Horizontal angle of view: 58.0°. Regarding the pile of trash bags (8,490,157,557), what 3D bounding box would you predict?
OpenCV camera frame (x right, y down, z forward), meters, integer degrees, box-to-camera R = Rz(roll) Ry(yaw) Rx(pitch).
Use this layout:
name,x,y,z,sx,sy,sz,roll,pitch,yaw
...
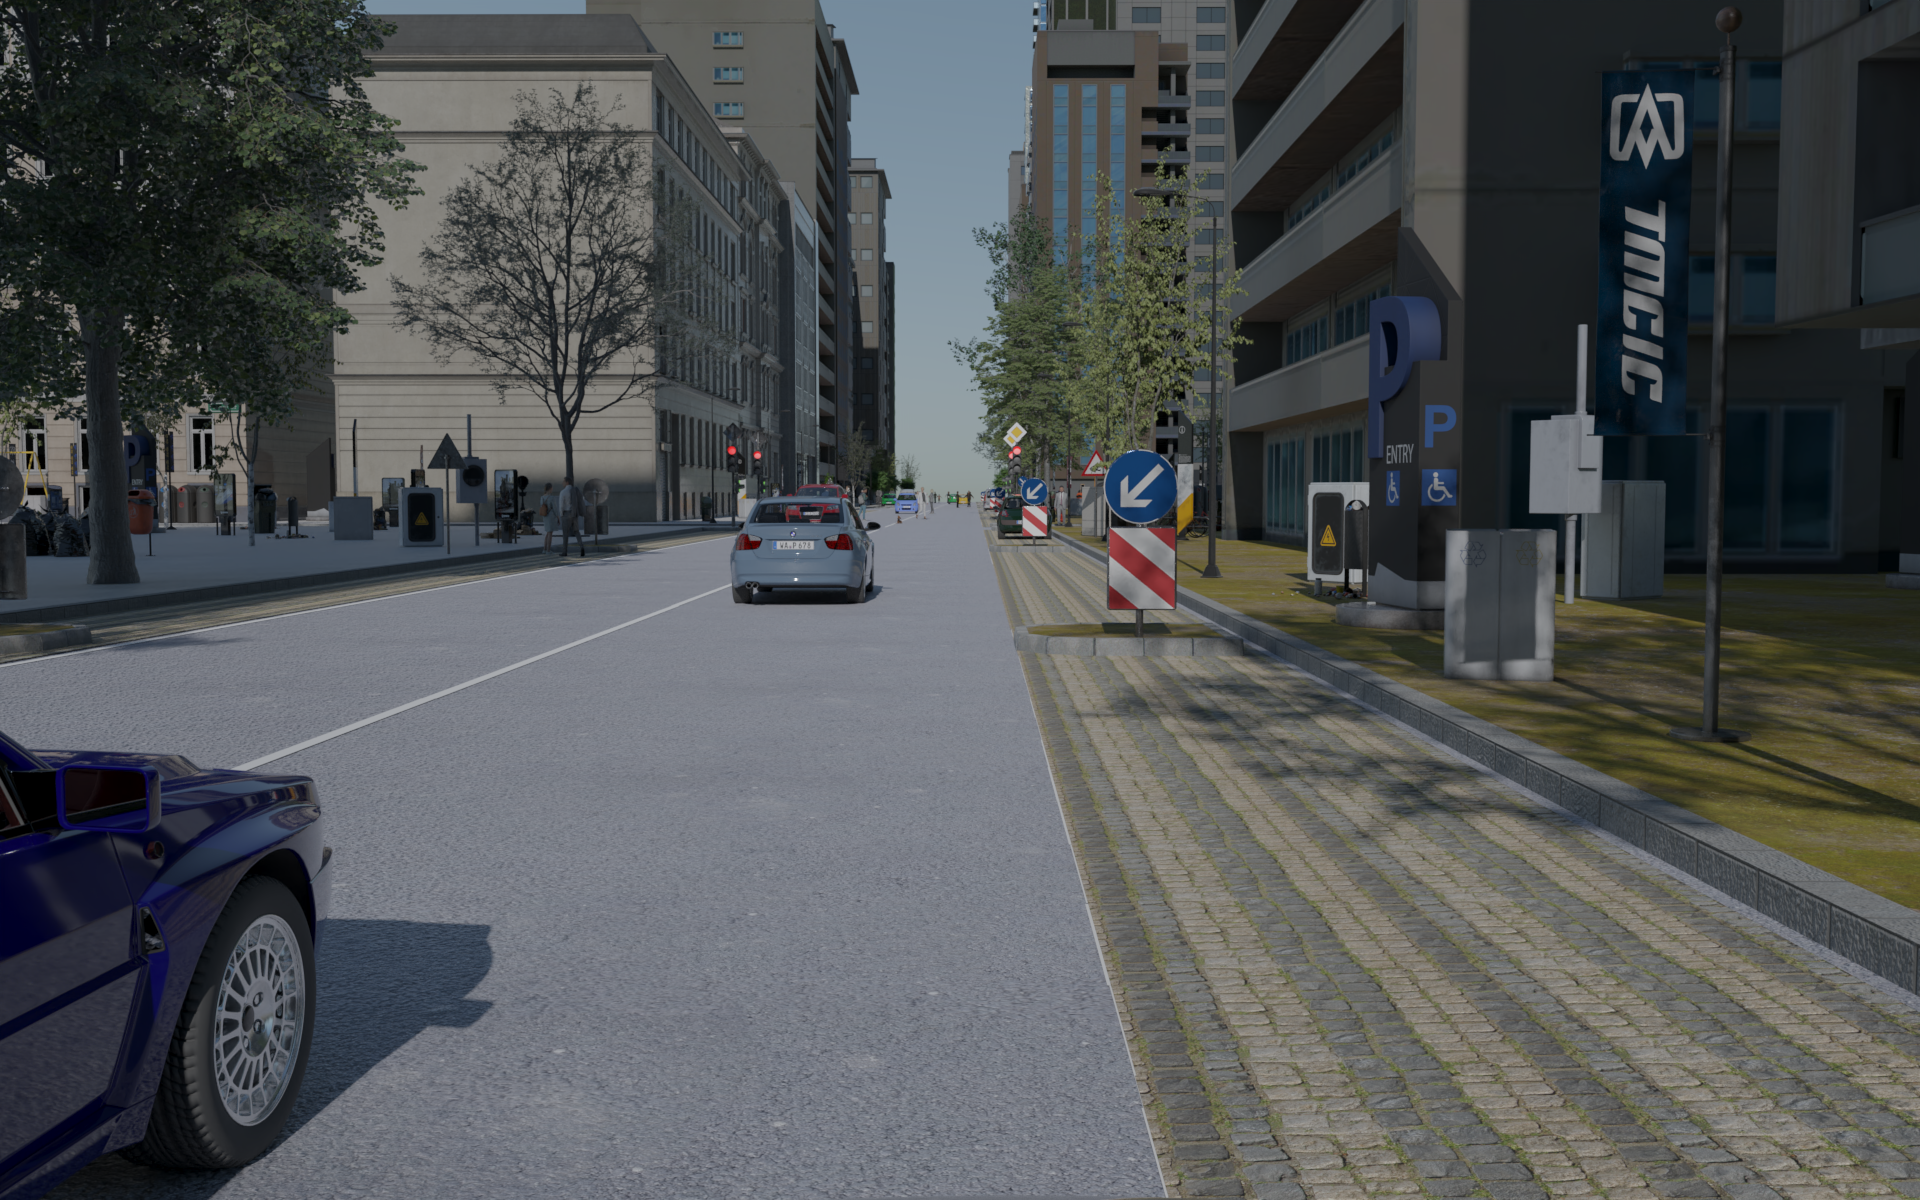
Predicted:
name,x,y,z,sx,sy,sz,roll,pitch,yaw
pile of trash bags,-18.185,-1.608,36.050,3.447,1.369,1.912,1,4,17

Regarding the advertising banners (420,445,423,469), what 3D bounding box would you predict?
name,x,y,z,sx,sy,sz,roll,pitch,yaw
advertising banners,-18.781,-3.957,60.887,0.090,3.025,2.074,-2,4,-25

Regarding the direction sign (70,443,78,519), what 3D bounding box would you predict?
name,x,y,z,sx,sy,sz,roll,pitch,yaw
direction sign,-39.212,-5.181,76.703,0.379,3.537,0.876,-3,5,-43

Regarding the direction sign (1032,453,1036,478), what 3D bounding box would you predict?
name,x,y,z,sx,sy,sz,roll,pitch,yaw
direction sign,4.108,-6.357,95.939,0.379,3.537,0.876,1,4,14

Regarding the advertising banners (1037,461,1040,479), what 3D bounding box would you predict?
name,x,y,z,sx,sy,sz,roll,pitch,yaw
advertising banners,4.433,-5.940,93.303,0.090,3.025,2.074,1,4,20

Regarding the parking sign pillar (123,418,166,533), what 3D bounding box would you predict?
name,x,y,z,sx,sy,sz,roll,pitch,yaw
parking sign pillar,-26.924,-4.185,56.903,1.447,3.967,1.447,3,4,38

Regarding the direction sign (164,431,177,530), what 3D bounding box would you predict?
name,x,y,z,sx,sy,sz,roll,pitch,yaw
direction sign,-28.390,-4.296,62.234,0.379,3.537,0.876,0,4,-6

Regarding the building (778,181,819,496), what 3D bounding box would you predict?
name,x,y,z,sx,sy,sz,roll,pitch,yaw
building,-18.397,-19.756,141.028,12.078,24.808,19.932,0,4,0

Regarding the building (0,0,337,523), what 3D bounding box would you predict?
name,x,y,z,sx,sy,sz,roll,pitch,yaw
building,-41.731,-18.202,83.502,20.117,28.700,13.634,0,4,0

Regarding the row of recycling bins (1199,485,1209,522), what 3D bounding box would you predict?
name,x,y,z,sx,sy,sz,roll,pitch,yaw
row of recycling bins,10.342,-4.358,78.366,1.069,1.692,3.534,2,4,25

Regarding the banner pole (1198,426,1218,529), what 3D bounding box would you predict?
name,x,y,z,sx,sy,sz,roll,pitch,yaw
banner pole,9.162,-4.519,63.909,0.863,3.779,0.401,3,4,38

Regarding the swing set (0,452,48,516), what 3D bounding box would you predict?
name,x,y,z,sx,sy,sz,roll,pitch,yaw
swing set,-35.690,-4.059,63.980,3.119,2.851,2.862,0,3,0

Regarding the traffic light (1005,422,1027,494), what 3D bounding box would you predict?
name,x,y,z,sx,sy,sz,roll,pitch,yaw
traffic light,2.199,-4.819,67.713,0.839,4.253,0.868,0,4,0

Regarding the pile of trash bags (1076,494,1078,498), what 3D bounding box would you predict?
name,x,y,z,sx,sy,sz,roll,pitch,yaw
pile of trash bags,9.828,-6.935,123.147,3.447,1.369,1.912,2,4,29

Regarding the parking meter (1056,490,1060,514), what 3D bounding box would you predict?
name,x,y,z,sx,sy,sz,roll,pitch,yaw
parking meter,6.376,-6.308,111.549,0.372,1.533,0.369,0,3,0

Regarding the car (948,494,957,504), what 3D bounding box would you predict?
name,x,y,z,sx,sy,sz,roll,pitch,yaw
car,-0.736,-14.329,243.081,1.959,1.807,4.718,0,4,-1

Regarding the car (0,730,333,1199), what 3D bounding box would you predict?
name,x,y,z,sx,sy,sz,roll,pitch,yaw
car,-2.391,0.612,2.567,1.945,1.354,3.894,0,4,2

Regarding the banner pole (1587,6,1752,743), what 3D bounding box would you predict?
name,x,y,z,sx,sy,sz,roll,pitch,yaw
banner pole,3.724,-1.163,9.040,0.863,3.779,0.401,0,4,7

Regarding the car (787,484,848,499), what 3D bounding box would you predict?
name,x,y,z,sx,sy,sz,roll,pitch,yaw
car,-5.243,-3.423,64.634,2.281,1.827,5.304,0,4,2

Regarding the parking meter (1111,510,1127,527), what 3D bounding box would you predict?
name,x,y,z,sx,sy,sz,roll,pitch,yaw
parking meter,4.145,-2.420,45.275,0.399,1.863,0.255,-3,4,-39

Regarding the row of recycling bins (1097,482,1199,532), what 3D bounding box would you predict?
name,x,y,z,sx,sy,sz,roll,pitch,yaw
row of recycling bins,6.189,-3.171,58.951,3.534,1.692,1.069,1,4,23

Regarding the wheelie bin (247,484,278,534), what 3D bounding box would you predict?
name,x,y,z,sx,sy,sz,roll,pitch,yaw
wheelie bin,-22.623,-2.960,56.298,0.693,1.594,0.980,3,4,37

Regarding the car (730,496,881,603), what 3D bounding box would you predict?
name,x,y,z,sx,sy,sz,roll,pitch,yaw
car,-2.120,-0.732,23.976,2.014,1.417,4.499,0,4,0

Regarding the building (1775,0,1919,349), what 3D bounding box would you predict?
name,x,y,z,sx,sy,sz,roll,pitch,yaw
building,14.066,-20.036,11.189,14.154,41.232,14.086,0,4,0

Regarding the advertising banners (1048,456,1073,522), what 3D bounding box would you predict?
name,x,y,z,sx,sy,sz,roll,pitch,yaw
advertising banners,4.595,-5.056,78.854,0.090,3.025,2.074,2,4,35

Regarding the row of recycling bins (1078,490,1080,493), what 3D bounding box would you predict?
name,x,y,z,sx,sy,sz,roll,pitch,yaw
row of recycling bins,9.539,-7.627,131.814,1.069,1.692,3.534,1,4,12

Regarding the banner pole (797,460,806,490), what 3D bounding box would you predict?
name,x,y,z,sx,sy,sz,roll,pitch,yaw
banner pole,-11.437,-8.305,125.803,0.863,3.779,0.401,-1,4,-17

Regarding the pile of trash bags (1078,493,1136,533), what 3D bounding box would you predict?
name,x,y,z,sx,sy,sz,roll,pitch,yaw
pile of trash bags,4.908,-2.810,55.691,1.912,1.369,3.447,0,4,1

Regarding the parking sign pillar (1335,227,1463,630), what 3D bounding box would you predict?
name,x,y,z,sx,sy,sz,roll,pitch,yaw
parking sign pillar,4.435,-1.741,16.931,1.447,3.967,1.447,0,4,-7

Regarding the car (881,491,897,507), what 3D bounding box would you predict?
name,x,y,z,sx,sy,sz,roll,pitch,yaw
car,-7.701,-11.102,190.321,1.959,1.807,4.718,0,4,1

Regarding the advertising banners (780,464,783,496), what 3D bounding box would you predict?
name,x,y,z,sx,sy,sz,roll,pitch,yaw
advertising banners,-10.540,-6.445,101.571,0.090,3.025,2.074,0,4,4

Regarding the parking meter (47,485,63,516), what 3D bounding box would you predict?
name,x,y,z,sx,sy,sz,roll,pitch,yaw
parking meter,-25.043,-2.418,47.950,0.372,1.533,0.369,0,3,0

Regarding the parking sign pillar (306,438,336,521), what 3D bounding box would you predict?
name,x,y,z,sx,sy,sz,roll,pitch,yaw
parking sign pillar,-30.617,-5.780,82.976,1.447,3.967,1.447,1,4,16

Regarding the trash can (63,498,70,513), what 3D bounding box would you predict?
name,x,y,z,sx,sy,sz,roll,pitch,yaw
trash can,-35.088,-3.418,67.542,0.748,1.137,0.748,0,3,0

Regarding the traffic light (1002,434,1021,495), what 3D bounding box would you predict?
name,x,y,z,sx,sy,sz,roll,pitch,yaw
traffic light,2.261,-5.307,75.698,0.839,4.253,0.868,0,4,0

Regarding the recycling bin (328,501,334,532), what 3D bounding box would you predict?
name,x,y,z,sx,sy,sz,roll,pitch,yaw
recycling bin,-21.074,-2.853,59.198,0.722,1.027,0.722,1,4,10

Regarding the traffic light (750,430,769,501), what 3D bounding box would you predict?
name,x,y,z,sx,sy,sz,roll,pitch,yaw
traffic light,-8.800,-5.312,75.767,0.839,4.253,0.868,0,4,0

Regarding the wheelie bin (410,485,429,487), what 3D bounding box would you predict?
name,x,y,z,sx,sy,sz,roll,pitch,yaw
wheelie bin,-18.320,-3.113,58.809,0.980,1.594,0.693,0,4,-2

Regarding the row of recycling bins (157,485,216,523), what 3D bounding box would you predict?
name,x,y,z,sx,sy,sz,roll,pitch,yaw
row of recycling bins,-34.483,-4.232,76.303,3.534,1.692,1.069,0,4,6

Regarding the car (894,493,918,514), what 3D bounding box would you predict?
name,x,y,z,sx,sy,sz,roll,pitch,yaw
car,-3.905,-7.199,127.291,1.945,1.707,3.694,0,4,-1

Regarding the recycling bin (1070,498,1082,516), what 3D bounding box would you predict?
name,x,y,z,sx,sy,sz,roll,pitch,yaw
recycling bin,7.009,-5.546,103.239,0.722,1.027,0.722,3,5,39

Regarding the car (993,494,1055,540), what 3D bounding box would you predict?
name,x,y,z,sx,sy,sz,roll,pitch,yaw
car,2.056,-2.805,55.655,2.009,1.686,4.222,0,4,1

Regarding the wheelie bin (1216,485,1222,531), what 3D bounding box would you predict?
name,x,y,z,sx,sy,sz,roll,pitch,yaw
wheelie bin,9.046,-3.177,59.853,0.980,1.594,0.693,-1,4,-13

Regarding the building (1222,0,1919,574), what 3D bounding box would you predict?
name,x,y,z,sx,sy,sz,roll,pitch,yaw
building,17.938,-25.262,36.731,21.300,48.544,21.600,0,4,0

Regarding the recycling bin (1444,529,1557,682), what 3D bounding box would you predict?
name,x,y,z,sx,sy,sz,roll,pitch,yaw
recycling bin,3.801,0.020,12.231,0.722,1.027,0.722,1,4,15

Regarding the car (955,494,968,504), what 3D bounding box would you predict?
name,x,y,z,sx,sy,sz,roll,pitch,yaw
car,0.416,-12.878,220.780,2.015,1.641,3.980,0,4,0

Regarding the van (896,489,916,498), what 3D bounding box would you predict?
name,x,y,z,sx,sy,sz,roll,pitch,yaw
van,-4.754,-9.127,156.238,2.013,2.044,4.112,0,4,-1

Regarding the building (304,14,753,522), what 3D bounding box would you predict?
name,x,y,z,sx,sy,sz,roll,pitch,yaw
building,-20.880,-15.823,91.987,16.112,22.955,30.059,0,4,0

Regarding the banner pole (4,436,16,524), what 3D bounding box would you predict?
name,x,y,z,sx,sy,sz,roll,pitch,yaw
banner pole,-41.308,-5.221,75.379,0.401,3.779,0.863,0,4,7

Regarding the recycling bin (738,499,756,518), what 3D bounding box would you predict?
name,x,y,z,sx,sy,sz,roll,pitch,yaw
recycling bin,-11.245,-4.837,91.637,0.722,1.027,0.722,-3,4,-38

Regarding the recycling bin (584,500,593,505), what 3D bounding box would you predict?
name,x,y,z,sx,sy,sz,roll,pitch,yaw
recycling bin,-16.529,-3.872,75.862,0.722,1.027,0.722,-2,4,-28

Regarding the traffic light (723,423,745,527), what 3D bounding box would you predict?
name,x,y,z,sx,sy,sz,roll,pitch,yaw
traffic light,-8.862,-4.823,67.782,0.839,4.253,0.868,0,4,0

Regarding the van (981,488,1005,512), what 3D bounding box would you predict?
name,x,y,z,sx,sy,sz,roll,pitch,yaw
van,2.590,-7.590,131.104,2.013,2.044,4.112,0,4,1

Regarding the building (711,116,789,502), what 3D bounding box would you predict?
name,x,y,z,sx,sy,sz,roll,pitch,yaw
building,-19.829,-20.285,119.052,14.401,28.519,23.554,0,4,0

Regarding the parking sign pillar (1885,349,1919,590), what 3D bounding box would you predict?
name,x,y,z,sx,sy,sz,roll,pitch,yaw
parking sign pillar,13.401,-2.138,23.430,1.447,3.967,1.447,-1,4,-10
